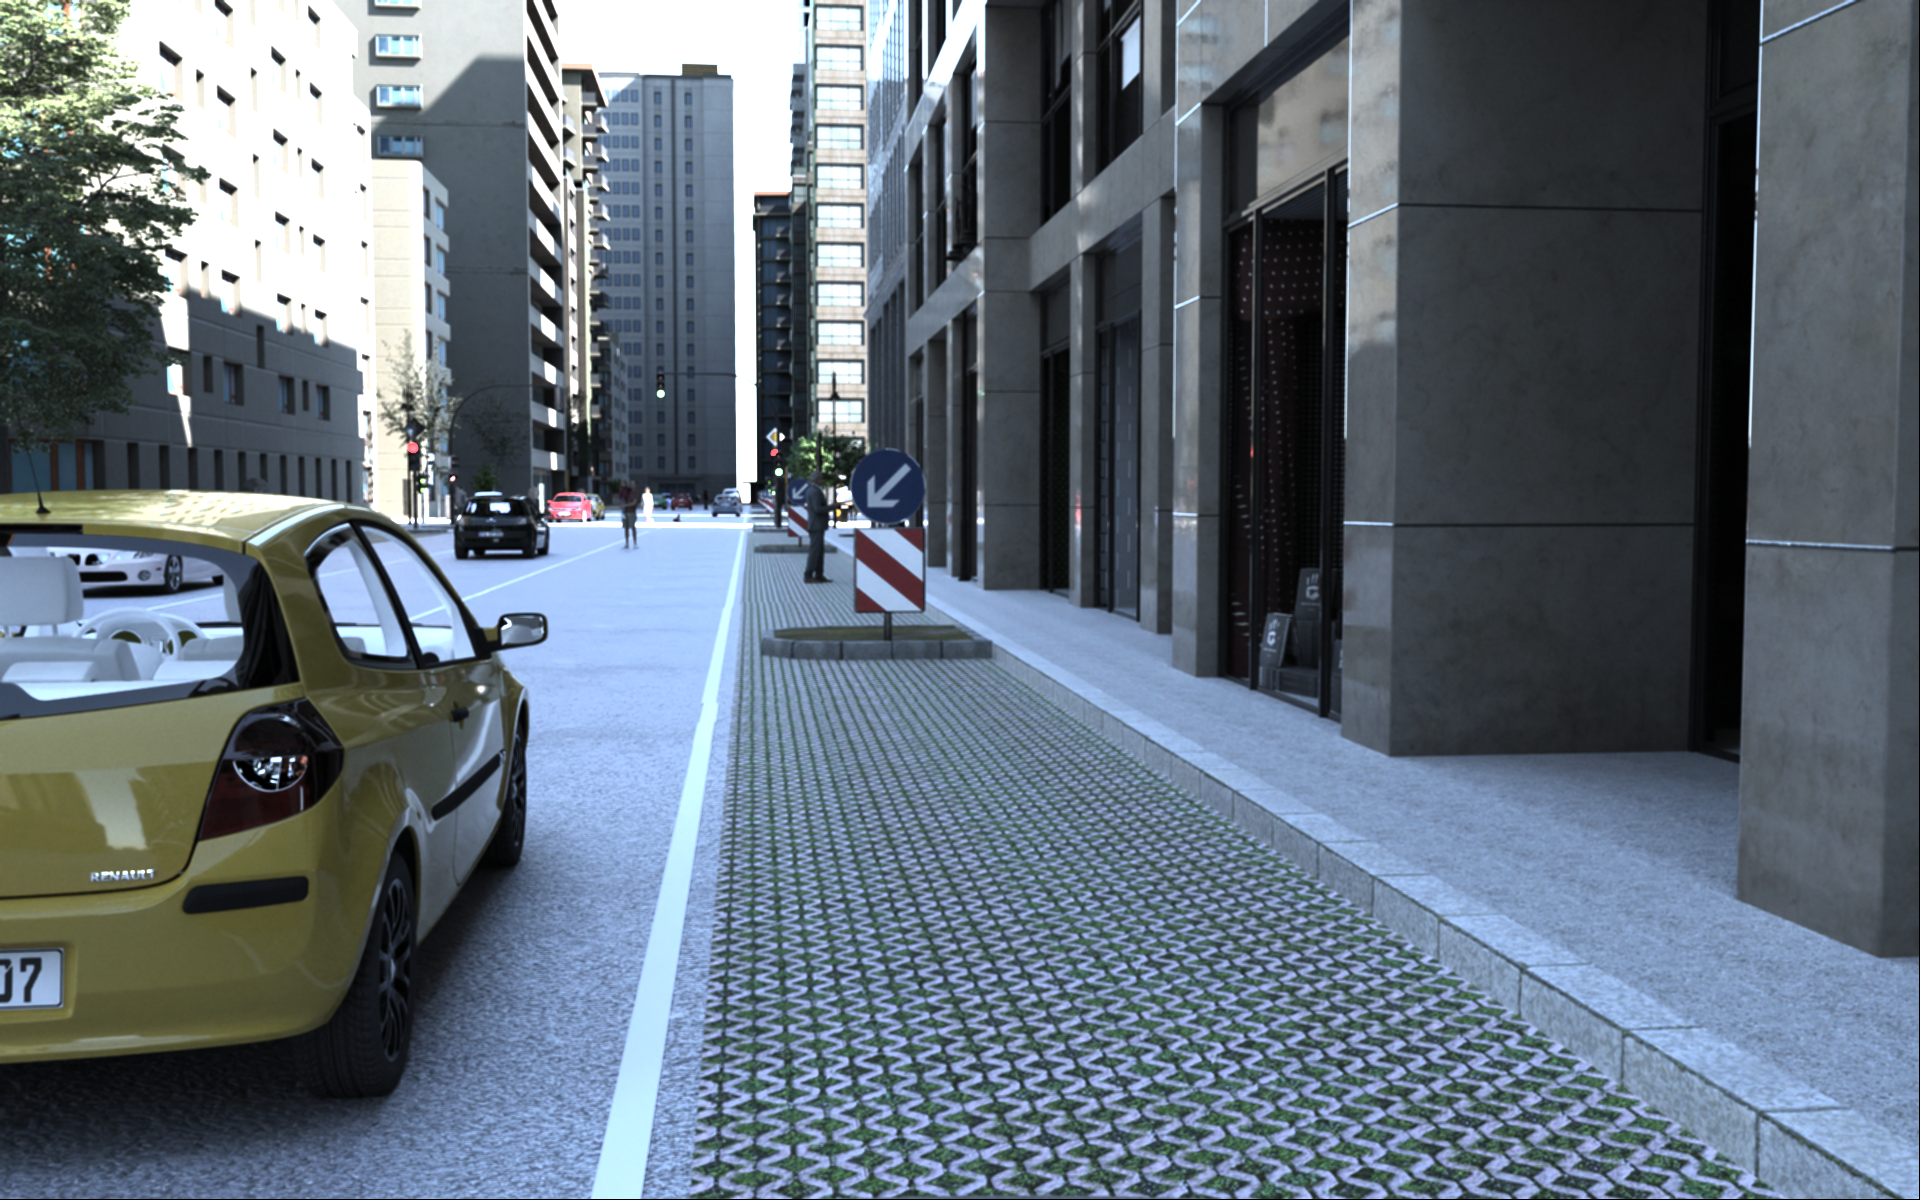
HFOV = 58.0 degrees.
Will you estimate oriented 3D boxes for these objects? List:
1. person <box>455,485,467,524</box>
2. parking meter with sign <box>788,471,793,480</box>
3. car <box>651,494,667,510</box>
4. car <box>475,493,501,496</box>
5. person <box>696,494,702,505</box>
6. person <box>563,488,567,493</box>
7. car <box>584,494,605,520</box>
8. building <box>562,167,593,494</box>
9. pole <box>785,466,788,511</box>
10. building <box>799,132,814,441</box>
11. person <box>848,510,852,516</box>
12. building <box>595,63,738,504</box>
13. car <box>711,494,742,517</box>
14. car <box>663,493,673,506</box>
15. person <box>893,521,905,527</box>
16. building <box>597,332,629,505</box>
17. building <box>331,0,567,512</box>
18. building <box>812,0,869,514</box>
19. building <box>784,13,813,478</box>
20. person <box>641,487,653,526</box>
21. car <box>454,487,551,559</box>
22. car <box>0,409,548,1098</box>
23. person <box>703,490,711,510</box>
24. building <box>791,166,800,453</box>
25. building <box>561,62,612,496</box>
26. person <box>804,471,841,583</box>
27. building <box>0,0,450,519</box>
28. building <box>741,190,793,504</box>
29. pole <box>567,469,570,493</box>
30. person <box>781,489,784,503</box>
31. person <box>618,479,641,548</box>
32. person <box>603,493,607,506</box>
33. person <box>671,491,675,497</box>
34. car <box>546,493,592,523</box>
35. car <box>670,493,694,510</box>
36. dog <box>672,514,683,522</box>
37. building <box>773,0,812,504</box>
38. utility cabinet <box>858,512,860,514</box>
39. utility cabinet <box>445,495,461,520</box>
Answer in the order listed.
[{"bbox_3d":[-21.541,-4.043,74.730,0.709,1.813,0.853,1,4,9],"label":"person"},{"bbox_3d":[-12.463,-8.362,132.986,0.543,3.016,1.738,2,4,33],"label":"parking meter with sign"},{"bbox_3d":[-27.996,-9.233,159.762,1.959,1.807,4.718,0,4,-7],"label":"car"},{"bbox_3d":[-22.066,-4.368,81.001,1.945,1.707,3.694,-1,4,-8],"label":"car"},{"bbox_3d":[-33.173,-12.747,220.097,0.799,1.438,0.628,-1,4,-20],"label":"person"},{"bbox_3d":[-25.509,-6.310,111.647,0.794,1.824,0.713,-1,4,-22],"label":"person"},{"bbox_3d":[-20.547,-5.199,95.226,2.015,1.641,3.980,0,4,-6],"label":"car"},{"bbox_3d":[-40.167,-23.260,151.998,14.160,30.474,14.107,0,4,-7],"label":"building"},{"bbox_3d":[-12.799,-8.176,127.519,0.158,3.312,0.155,0,3,0],"label":"pole"},{"bbox_3d":[-5.572,-22.648,141.991,14.160,30.474,14.107,0,4,-7],"label":"building"},{"bbox_3d":[-6.354,-5.738,99.727,0.638,1.841,0.748,0,4,0],"label":"person"},{"bbox_3d":[-45.062,-42.643,239.212,28.212,58.520,21.231,0,4,-7],"label":"building"},{"bbox_3d":[-14.919,-6.031,110.613,2.014,1.417,4.499,0,4,-6],"label":"car"},{"bbox_3d":[-31.551,-10.757,185.464,1.945,1.707,3.694,0,4,-7],"label":"car"},{"bbox_3d":[-1.663,-2.218,42.401,0.767,1.812,0.694,3,5,43],"label":"person"},{"bbox_3d":[-55.160,-22.101,206.396,28.899,21.520,27.650,0,4,-7],"label":"building"},{"bbox_3d":[-38.568,-30.097,115.792,21.300,48.544,21.600,0,4,-7],"label":"building"},{"bbox_3d":[-3.182,-26.675,119.735,14.154,41.232,14.086,0,4,-7],"label":"building"},{"bbox_3d":[-6.166,-34.155,178.040,23.786,49.044,30.456,0,4,-7],"label":"building"},{"bbox_3d":[-14.065,-4.211,78.108,0.760,1.731,0.466,3,4,39],"label":"person"},{"bbox_3d":[-10.453,-1.827,39.660,2.009,1.686,4.222,0,4,-7],"label":"car"},{"bbox_3d":[-2.375,0.293,5.425,2.015,1.641,3.980,0,4,-8],"label":"car"},{"bbox_3d":[-22.928,-9.055,156.559,0.705,1.822,1.348,-3,5,-42],"label":"person"},{"bbox_3d":[-8.136,-23.503,155.967,14.160,30.474,14.107,0,4,-7],"label":"building"},{"bbox_3d":[-46.666,-31.667,172.381,22.147,44.769,28.867,0,4,-7],"label":"building"},{"bbox_3d":[-2.220,-1.169,27.786,0.590,1.801,0.661,-1,4,-14],"label":"person"},{"bbox_3d":[-41.093,-14.547,82.883,27.650,21.520,28.899,0,4,-7],"label":"building"},{"bbox_3d":[-16.161,-35.960,242.578,28.867,44.769,22.147,0,4,-7],"label":"building"},{"bbox_3d":[-31.828,-8.985,140.751,0.158,3.312,0.155,0,3,0],"label":"pole"},{"bbox_3d":[-17.621,-9.969,169.480,0.683,1.767,0.568,-3,4,-37],"label":"person"},{"bbox_3d":[-8.758,-2.280,45.747,0.580,1.828,0.573,-2,4,-29],"label":"person"},{"bbox_3d":[-39.505,-11.213,192.602,0.599,1.433,0.991,0,4,3],"label":"person"},{"bbox_3d":[-35.008,-12.325,210.543,0.617,1.759,0.750,2,4,25],"label":"person"},{"bbox_3d":[-19.445,-4.728,86.343,2.155,1.783,4.494,0,4,-5],"label":"car"},{"bbox_3d":[-24.865,-8.916,154.818,2.155,1.783,4.494,0,4,-8],"label":"car"},{"bbox_3d":[-14.492,-4.202,88.889,0.550,0.427,0.748,-1,4,-13],"label":"dog"},{"bbox_3d":[-11.177,-54.719,207.324,22.319,86.520,31.000,0,4,-7],"label":"building"},{"bbox_3d":[-6.123,-6.333,112.226,0.318,1.500,1.173,3,5,43],"label":"utility cabinet"},{"bbox_3d":[-24.892,-4.521,85.085,1.020,1.237,0.306,3,5,41],"label":"utility cabinet"}]
